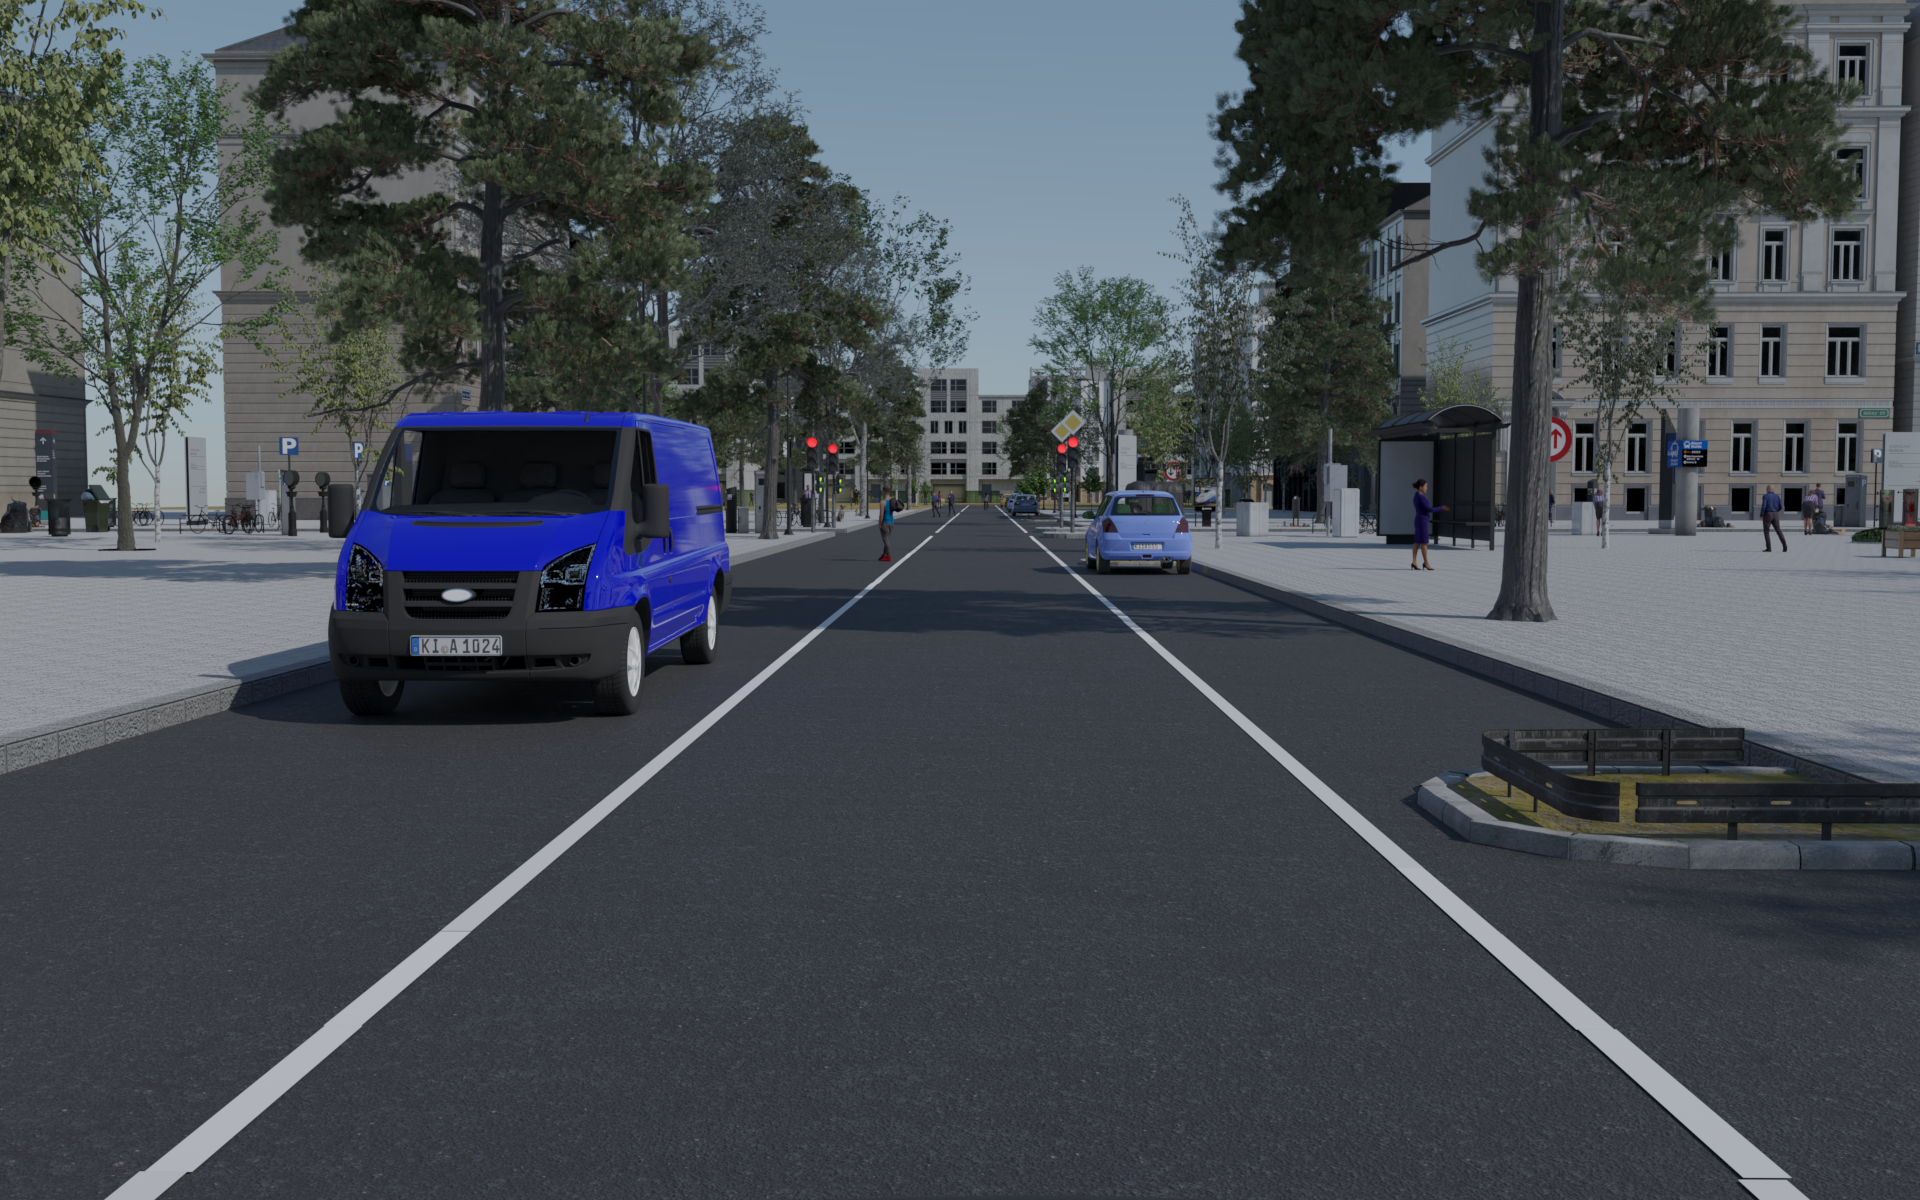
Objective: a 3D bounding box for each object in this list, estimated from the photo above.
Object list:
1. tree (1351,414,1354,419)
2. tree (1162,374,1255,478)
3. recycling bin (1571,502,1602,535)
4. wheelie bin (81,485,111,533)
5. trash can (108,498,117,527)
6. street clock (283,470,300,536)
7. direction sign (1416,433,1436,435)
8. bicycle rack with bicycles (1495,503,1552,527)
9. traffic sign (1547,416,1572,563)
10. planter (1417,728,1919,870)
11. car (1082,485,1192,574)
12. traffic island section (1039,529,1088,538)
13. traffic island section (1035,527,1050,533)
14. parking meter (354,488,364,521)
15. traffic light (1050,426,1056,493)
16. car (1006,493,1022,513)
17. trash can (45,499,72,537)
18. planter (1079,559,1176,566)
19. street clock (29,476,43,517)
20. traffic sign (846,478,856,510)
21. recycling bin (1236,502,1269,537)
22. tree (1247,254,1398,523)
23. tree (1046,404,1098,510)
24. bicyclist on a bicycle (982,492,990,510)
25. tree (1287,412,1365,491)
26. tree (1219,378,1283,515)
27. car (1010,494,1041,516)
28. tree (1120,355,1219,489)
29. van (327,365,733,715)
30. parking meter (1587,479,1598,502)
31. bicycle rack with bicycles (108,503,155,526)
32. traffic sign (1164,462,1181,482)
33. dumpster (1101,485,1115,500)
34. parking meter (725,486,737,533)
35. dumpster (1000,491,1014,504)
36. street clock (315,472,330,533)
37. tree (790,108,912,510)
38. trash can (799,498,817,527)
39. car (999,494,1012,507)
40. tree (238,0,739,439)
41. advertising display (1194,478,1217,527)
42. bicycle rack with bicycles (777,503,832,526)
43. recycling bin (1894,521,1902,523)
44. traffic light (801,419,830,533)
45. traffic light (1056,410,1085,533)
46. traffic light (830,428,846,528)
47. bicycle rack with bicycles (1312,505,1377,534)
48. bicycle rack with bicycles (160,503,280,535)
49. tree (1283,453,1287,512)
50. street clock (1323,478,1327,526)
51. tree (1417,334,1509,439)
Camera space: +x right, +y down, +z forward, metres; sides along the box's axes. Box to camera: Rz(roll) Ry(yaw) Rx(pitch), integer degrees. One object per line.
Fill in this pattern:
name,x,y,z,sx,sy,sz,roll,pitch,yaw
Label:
tree,22.724,-9.689,108.784,4.360,8.622,3.978,0,3,0
tree,18.198,-11.838,127.970,8.767,10.594,7.601,2,4,24
recycling bin,19.573,-2.538,54.048,0.722,1.027,0.722,0,4,-3
wheelie bin,-28.935,-3.061,57.952,0.693,1.594,0.980,1,4,8
trash can,-32.866,-3.371,66.767,0.748,1.137,0.748,0,3,0
street clock,-20.260,-2.933,52.522,0.471,2.002,0.358,2,4,28
direction sign,17.330,-4.443,64.641,0.876,3.537,0.379,3,4,37
bicycle rack with bicycles,21.519,-3.294,67.239,2.925,0.926,2.852,-3,5,-44
traffic sign,9.546,-1.718,28.194,0.768,2.556,0.104,0,4,4
planter,3.101,0.828,7.597,1.991,0.319,1.994,0,4,1
car,3.266,-1.381,32.170,1.945,1.707,3.694,0,4,-1
traffic island section,3.747,-2.149,57.412,2.009,0.180,2.903,0,4,1
traffic island section,3.850,-2.637,65.396,2.009,0.180,2.903,0,4,1
parking meter,-24.436,-3.796,70.475,0.372,1.533,0.369,0,3,0
traffic light,3.810,-4.651,65.284,0.839,4.213,0.868,0,4,1
car,4.590,-7.680,135.151,1.945,1.707,3.694,0,4,1
trash can,-27.105,-2.474,52.111,0.748,1.137,0.748,0,3,0
planter,3.458,-0.875,35.447,1.991,0.319,1.994,0,4,1
street clock,-37.526,-4.024,70.362,0.471,2.002,0.358,-1,4,-15
traffic sign,-8.557,-8.332,136.237,0.884,2.594,0.081,1,4,10
recycling bin,8.860,-2.442,52.486,0.722,1.027,0.722,-2,4,-26
tree,15.757,-9.367,75.208,6.751,12.117,7.091,0,3,0
tree,8.818,-11.314,135.338,4.360,8.622,3.978,0,3,0
bicyclist on a bicycle,2.207,-8.346,146.481,1.499,1.676,1.625,0,4,0
tree,21.599,-9.093,99.037,4.737,8.622,4.395,0,3,0
tree,16.477,-9.568,106.801,4.737,8.622,4.395,0,3,0
car,4.253,-6.150,112.555,2.014,1.417,4.499,0,4,2
tree,11.138,-8.840,94.890,4.737,8.622,4.395,0,3,0
van,-3.020,-0.527,12.996,2.240,2.365,5.245,0,4,0
parking meter,24.303,-3.724,66.592,0.399,1.863,0.255,-3,5,-40
bicycle rack with bicycles,-33.246,-3.425,69.379,2.852,0.926,2.925,2,4,31
traffic sign,8.376,-4.148,67.920,0.768,2.556,0.104,0,4,7
dumpster,9.745,-6.470,111.545,1.264,1.857,1.865,0,4,1
parking meter,-7.509,-2.963,56.856,0.372,1.533,0.369,0,3,0
dumpster,5.728,-12.441,211.627,1.865,1.857,1.264,0,3,0
street clock,-21.031,-3.219,57.199,0.471,2.002,0.358,2,4,27
tree,-5.322,-7.752,48.806,6.751,12.117,7.091,0,3,0
trash can,-5.864,-3.385,67.005,0.748,1.137,0.748,0,3,0
car,5.242,-10.854,187.686,2.015,1.641,3.980,0,4,1
tree,-6.865,-6.306,25.158,6.751,12.117,7.091,0,3,0
advertising display,9.635,-3.817,67.619,0.974,1.923,0.123,1,4,12
bicycle rack with bicycles,-6.379,-3.450,69.794,2.852,0.926,2.925,-2,4,-27
recycling bin,37.876,-3.533,70.324,0.722,1.027,0.722,2,4,25
traffic light,-4.854,-4.168,57.394,0.839,4.213,0.868,0,4,1
traffic light,3.707,-4.162,57.300,0.839,4.213,0.868,0,4,1
traffic light,-4.750,-4.657,65.378,0.839,4.213,0.868,0,4,1
bicycle rack with bicycles,12.711,-2.616,56.152,2.852,0.926,2.925,-2,4,-25
bicycle rack with bicycles,-23.732,-2.620,56.222,2.852,0.926,2.925,1,4,19
tree,19.426,-10.141,116.169,4.737,8.622,4.395,0,3,0
street clock,14.679,-3.953,69.208,0.358,2.002,0.471,2,4,29
tree,22.664,-7.874,79.099,4.737,8.622,4.395,0,3,0
